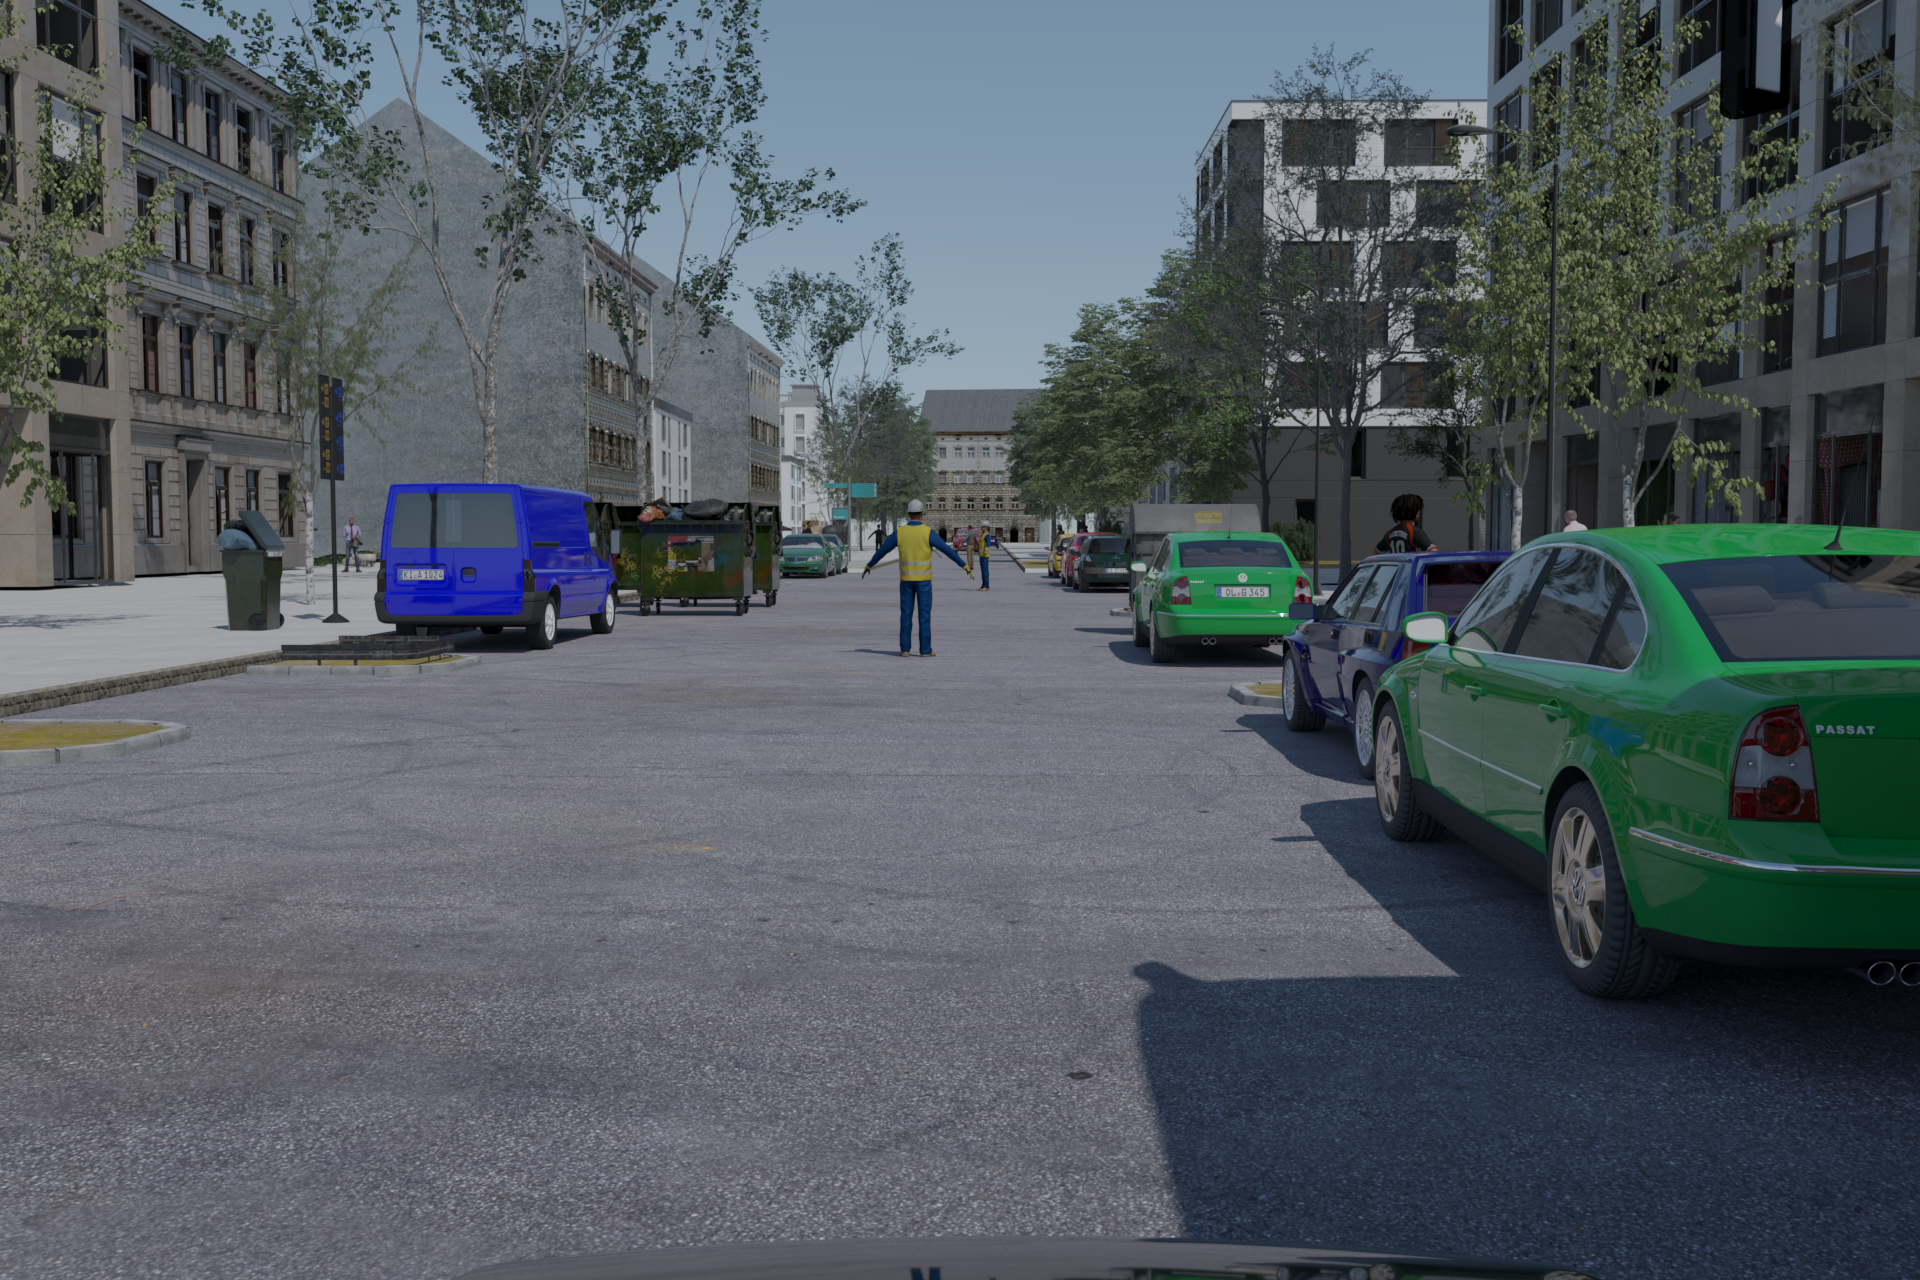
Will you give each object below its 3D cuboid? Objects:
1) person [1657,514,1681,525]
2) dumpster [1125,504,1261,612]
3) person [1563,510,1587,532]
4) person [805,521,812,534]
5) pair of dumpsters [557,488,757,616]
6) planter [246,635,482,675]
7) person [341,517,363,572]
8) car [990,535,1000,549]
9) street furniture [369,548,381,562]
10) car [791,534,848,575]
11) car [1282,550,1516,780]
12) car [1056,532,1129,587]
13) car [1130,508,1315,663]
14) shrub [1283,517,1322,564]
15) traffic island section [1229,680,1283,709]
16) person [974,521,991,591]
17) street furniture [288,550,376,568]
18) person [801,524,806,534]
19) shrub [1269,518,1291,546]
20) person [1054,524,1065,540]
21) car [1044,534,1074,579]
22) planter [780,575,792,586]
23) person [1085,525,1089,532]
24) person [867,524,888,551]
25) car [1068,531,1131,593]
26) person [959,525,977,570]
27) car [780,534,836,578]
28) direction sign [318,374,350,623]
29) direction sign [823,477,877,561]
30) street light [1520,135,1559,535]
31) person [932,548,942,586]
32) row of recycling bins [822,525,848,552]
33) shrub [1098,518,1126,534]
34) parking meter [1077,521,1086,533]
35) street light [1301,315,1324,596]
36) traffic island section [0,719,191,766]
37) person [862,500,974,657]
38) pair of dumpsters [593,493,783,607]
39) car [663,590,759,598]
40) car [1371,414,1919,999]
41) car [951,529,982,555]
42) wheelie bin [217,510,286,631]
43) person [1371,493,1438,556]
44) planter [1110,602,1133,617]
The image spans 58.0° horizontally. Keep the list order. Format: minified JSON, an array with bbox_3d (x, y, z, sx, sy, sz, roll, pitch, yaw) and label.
[{"bbox_3d":[15.768,-1.928,38.371,0.742,1.727,0.445,-3,4,-39],"label":"person"},{"bbox_3d":[3.330,-1.013,24.777,1.865,1.857,1.264,0,4,1],"label":"dumpster"},{"bbox_3d":[11.150,-1.502,31.542,0.756,1.711,0.436,-1,4,-14],"label":"person"},{"bbox_3d":[-6.019,-3.869,69.490,0.704,1.802,1.346,0,4,-1],"label":"person"},{"bbox_3d":[-5.869,-1.568,30.595,4.436,2.255,1.574,0,4,1],"label":"pair of dumpsters"},{"bbox_3d":[-6.255,0.158,18.564,1.991,0.319,1.994,0,4,1],"label":"planter"},{"bbox_3d":[-20.327,-3.179,57.887,0.709,1.838,0.599,-1,4,-20],"label":"person"},{"bbox_3d":[2.983,-9.684,170.906,1.945,1.354,3.894,0,4,0],"label":"car"},{"bbox_3d":[-24.877,-4.611,82.241,11.010,1.723,9.812,0,4,-3],"label":"street furniture"},{"bbox_3d":[-5.070,-3.112,62.680,2.131,1.459,4.920,0,4,1],"label":"car"},{"bbox_3d":[3.226,0.071,11.415,1.945,1.354,3.894,0,4,1],"label":"car"},{"bbox_3d":[3.769,-2.404,48.347,2.155,1.783,4.494,0,4,1],"label":"car"},{"bbox_3d":[3.050,-0.722,20.600,1.959,1.807,4.718,0,4,1],"label":"car"},{"bbox_3d":[14.789,-4.304,74.791,1.690,2.028,1.600,0,3,0],"label":"shrub"},{"bbox_3d":[3.377,0.482,14.987,1.991,0.108,1.994,0,4,1],"label":"traffic island section"},{"bbox_3d":[0.542,-2.125,43.669,0.721,1.772,1.216,-1,4,-13],"label":"person"},{"bbox_3d":[-26.675,-3.361,70.586,5.734,0.657,10.072,-1,4,-23],"label":"street furniture"},{"bbox_3d":[-8.540,-5.389,94.252,0.704,1.812,1.346,-1,4,-16],"label":"person"},{"bbox_3d":[14.743,-4.627,80.076,1.690,2.028,1.600,0,3,0],"label":"shrub"},{"bbox_3d":[5.772,-5.786,100.368,0.705,1.858,1.354,-1,4,-17],"label":"person"},{"bbox_3d":[3.816,-2.869,57.124,2.015,1.641,3.980,0,4,0],"label":"car"},{"bbox_3d":[-5.710,-1.649,48.094,1.991,0.319,1.994,0,4,2],"label":"planter"},{"bbox_3d":[7.494,-5.950,103.465,0.705,1.806,1.347,0,4,3],"label":"person"},{"bbox_3d":[-4.482,-5.487,95.653,1.347,1.837,0.705,0,4,8],"label":"person"},{"bbox_3d":[3.762,-2.066,43.573,2.009,1.686,4.222,0,4,0],"label":"car"},{"bbox_3d":[0.375,-3.692,69.096,0.705,1.796,1.348,2,4,30],"label":"person"},{"bbox_3d":[-5.163,-2.791,57.436,2.131,1.459,4.920,0,4,1],"label":"car"},{"bbox_3d":[-9.054,-2.019,25.015,0.379,3.537,0.876,0,4,0],"label":"direction sign"},{"bbox_3d":[-5.146,-5.680,81.623,2.525,3.948,1.411,0,4,2],"label":"direction sign"},{"bbox_3d":[7.297,-2.888,19.766,1.470,5.913,1.316,0,4,1],"label":"street light"},{"bbox_3d":[-0.880,-2.206,47.792,0.599,1.433,0.991,3,5,44],"label":"person"},{"bbox_3d":[-5.564,-4.310,77.576,1.069,1.692,3.534,0,4,2],"label":"row of recycling bins"},{"bbox_3d":[6.468,-4.299,74.709,1.690,2.028,1.600,0,3,0],"label":"shrub"},{"bbox_3d":[5.200,-4.185,74.136,0.399,1.863,0.255,0,3,0],"label":"parking meter"},{"bbox_3d":[7.958,-3.875,35.897,1.470,5.913,1.316,0,4,1],"label":"street light"},{"bbox_3d":[-6.367,0.688,11.617,1.991,0.108,1.994,0,4,1],"label":"traffic island section"},{"bbox_3d":[-0.511,-0.723,20.242,1.349,1.833,0.705,1,4,11],"label":"person"},{"bbox_3d":[-5.762,-1.791,34.232,4.436,2.255,1.574,0,4,1],"label":"pair of dumpsters"},{"bbox_3d":[-5.724,-1.886,39.873,2.155,1.783,4.494,0,4,1],"label":"car"},{"bbox_3d":[2.835,0.129,6.694,1.959,1.807,4.718,0,4,1],"label":"car"},{"bbox_3d":[0.531,-6.931,121.990,2.281,1.827,5.304,0,4,1],"label":"car"},{"bbox_3d":[-9.480,-0.932,23.152,0.693,1.594,0.980,0,4,2],"label":"wheelie bin"},{"bbox_3d":[4.417,-0.515,17.018,0.704,1.843,1.345,-2,4,-31],"label":"person"},{"bbox_3d":[3.671,-0.583,30.674,1.991,0.319,1.994,0,4,2],"label":"planter"}]
